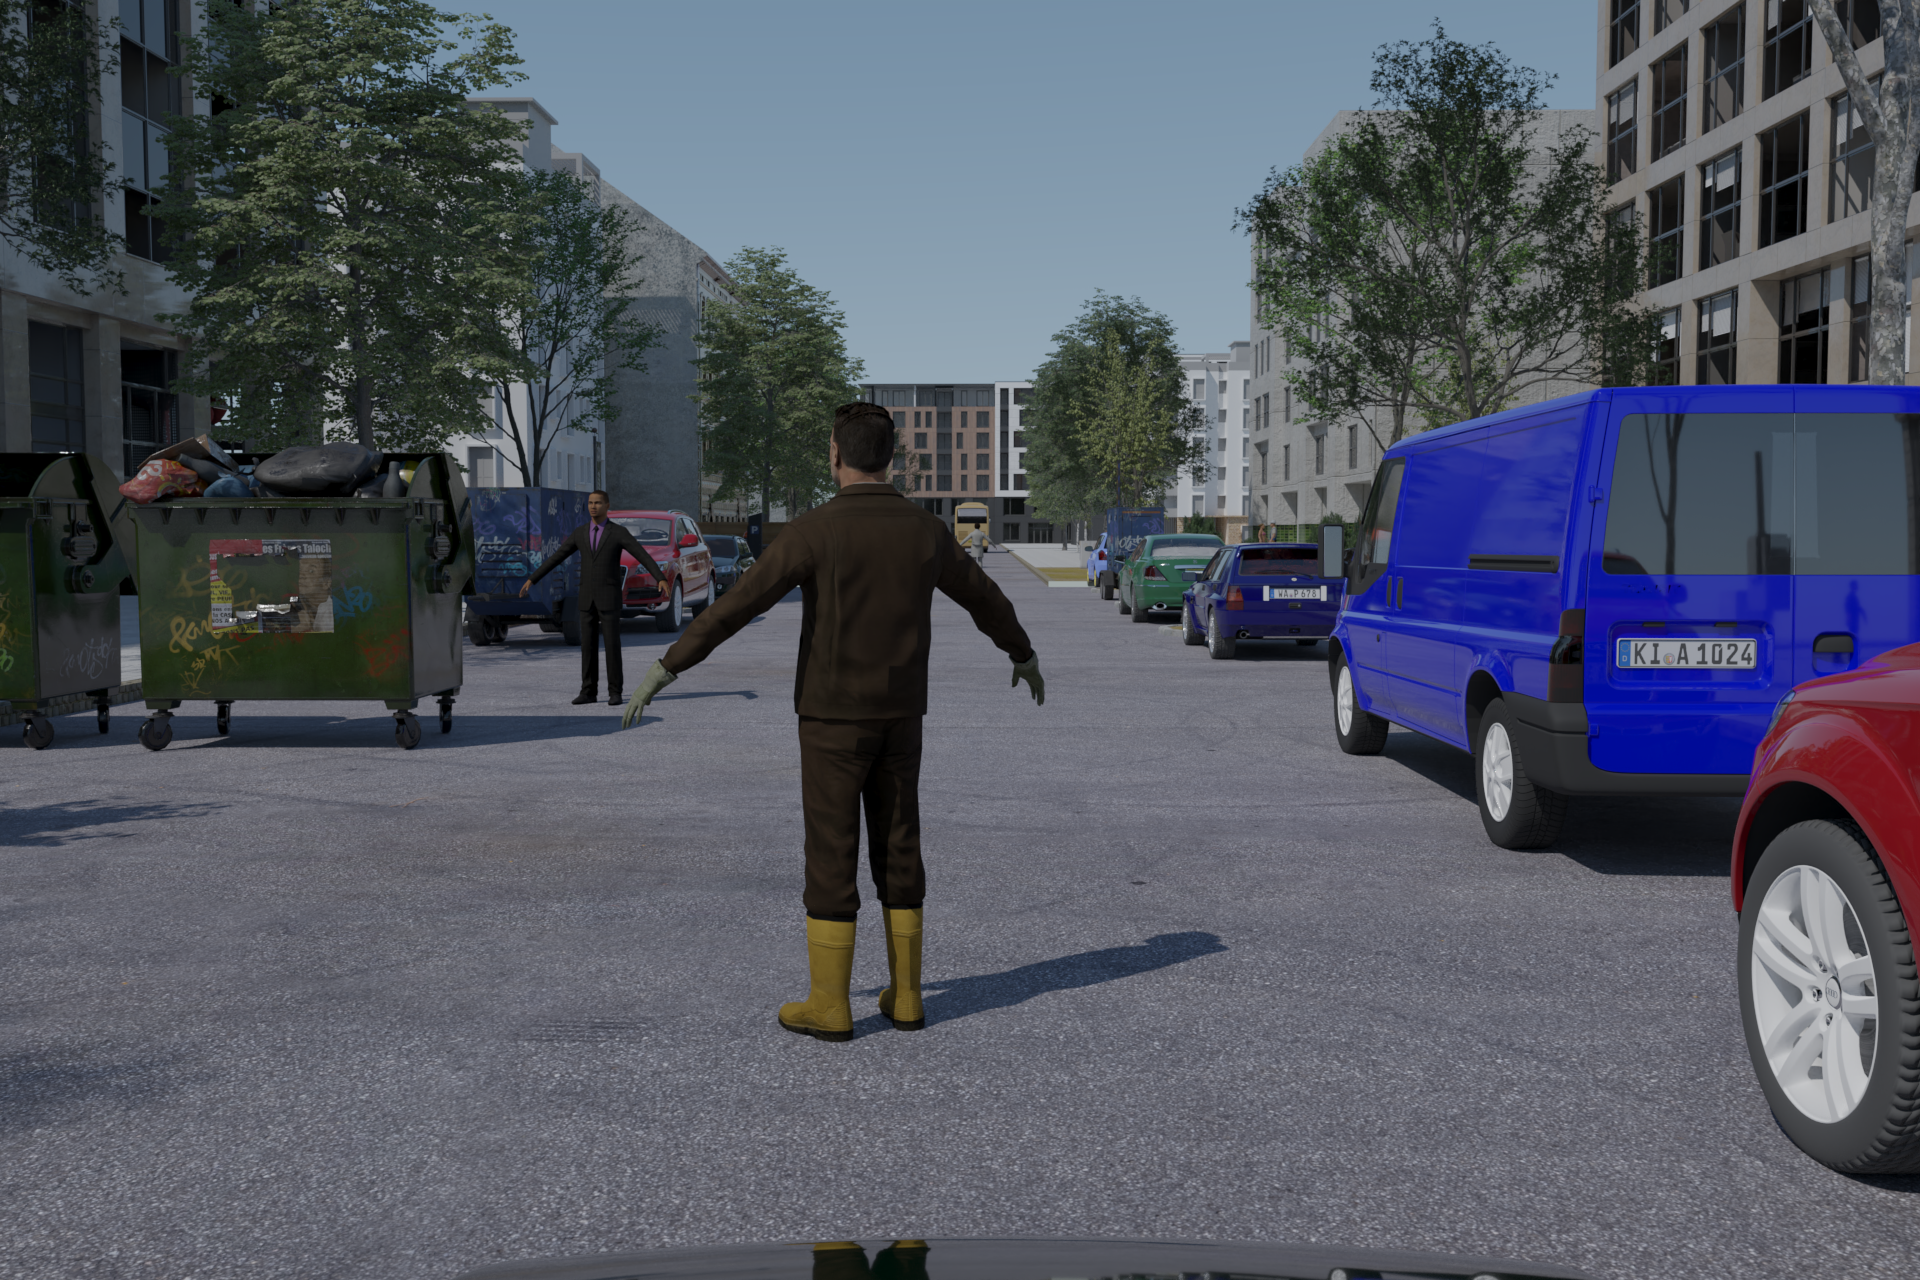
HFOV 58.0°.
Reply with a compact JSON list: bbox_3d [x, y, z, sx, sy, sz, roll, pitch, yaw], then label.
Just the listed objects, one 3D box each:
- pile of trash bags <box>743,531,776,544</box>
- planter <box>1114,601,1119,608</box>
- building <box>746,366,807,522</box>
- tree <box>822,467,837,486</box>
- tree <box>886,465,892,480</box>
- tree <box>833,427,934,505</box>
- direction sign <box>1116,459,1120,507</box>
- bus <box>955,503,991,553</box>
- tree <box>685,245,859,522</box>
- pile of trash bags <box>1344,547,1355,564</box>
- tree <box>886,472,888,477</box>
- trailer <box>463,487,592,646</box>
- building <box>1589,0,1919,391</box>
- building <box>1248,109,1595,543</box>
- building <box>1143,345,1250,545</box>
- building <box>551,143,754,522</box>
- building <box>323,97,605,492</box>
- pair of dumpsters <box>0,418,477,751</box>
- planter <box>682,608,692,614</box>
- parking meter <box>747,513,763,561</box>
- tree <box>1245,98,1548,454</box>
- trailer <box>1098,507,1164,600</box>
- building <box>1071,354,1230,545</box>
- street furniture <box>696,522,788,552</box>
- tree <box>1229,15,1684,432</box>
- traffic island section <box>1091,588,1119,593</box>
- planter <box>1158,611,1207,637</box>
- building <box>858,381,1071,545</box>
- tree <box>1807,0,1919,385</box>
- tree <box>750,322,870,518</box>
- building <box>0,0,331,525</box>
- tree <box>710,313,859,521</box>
[{"bbox_3d":[-5.844,-2.476,50.236,1.912,1.369,3.447,0,4,1],"label":"pile of trash bags"},{"bbox_3d":[4.066,-0.800,34.226,1.991,0.319,1.994,0,4,2],"label":"planter"},{"bbox_3d":[-25.574,-21.035,174.857,19.493,23.208,18.063,0,4,2],"label":"building"},{"bbox_3d":[-7.400,-10.000,113.854,4.737,8.622,4.395,0,3,0],"label":"tree"},{"bbox_3d":[-7.143,-10.435,120.969,4.737,8.622,4.395,0,3,0],"label":"tree"},{"bbox_3d":[-6.641,-12.586,140.191,8.767,10.594,7.601,-1,4,-19],"label":"tree"},{"bbox_3d":[4.843,-3.731,52.996,0.379,3.537,0.876,0,4,0],"label":"direction sign"},{"bbox_3d":[0.972,-8.753,134.656,2.896,3.916,12.252,0,4,1],"label":"bus"},{"bbox_3d":[-7.455,-9.208,68.682,7.486,12.596,7.792,0,3,0],"label":"tree"},{"bbox_3d":[7.732,-1.303,31.057,1.912,1.369,3.447,0,4,1],"label":"pile of trash bags"},{"bbox_3d":[-7.433,-10.992,130.077,4.737,8.622,4.395,0,3,0],"label":"tree"},{"bbox_3d":[-5.545,-0.901,21.785,1.471,1.999,3.904,0,4,1],"label":"trailer"},{"bbox_3d":[29.865,-14.416,38.898,19.351,26.588,34.151,0,4,1],"label":"building"},{"bbox_3d":[24.309,-13.119,80.947,16.747,18.905,31.486,0,4,1],"label":"building"},{"bbox_3d":[24.185,-19.881,181.468,16.016,20.090,11.380,0,4,0],"label":"building"},{"bbox_3d":[-23.126,-16.608,102.476,19.493,23.208,18.063,0,4,1],"label":"building"},{"bbox_3d":[-23.573,-13.464,76.562,16.016,20.090,11.380,0,4,2],"label":"building"},{"bbox_3d":[-5.705,-0.423,11.873,4.436,2.255,1.574,0,4,1],"label":"pair of dumpsters"},{"bbox_3d":[-5.681,-0.669,32.071,1.991,0.319,1.994,0,4,2],"label":"planter"},{"bbox_3d":[-5.588,-2.535,47.159,0.399,1.863,0.255,0,4,1],"label":"parking meter"},{"bbox_3d":[10.493,-7.089,41.668,9.928,11.665,9.643,0,3,0],"label":"tree"},{"bbox_3d":[3.809,-1.923,38.491,1.471,1.999,3.904,0,4,0],"label":"trailer"},{"bbox_3d":[27.482,-22.547,212.618,27.936,21.610,32.646,0,4,1],"label":"building"},{"bbox_3d":[-8.659,-3.494,63.985,11.010,1.723,9.812,1,4,20],"label":"street furniture"},{"bbox_3d":[9.380,-5.910,31.047,8.767,10.594,7.601,-2,4,-31],"label":"tree"},{"bbox_3d":[4.243,-1.217,42.767,1.991,0.108,1.994,0,4,2],"label":"traffic island section"},{"bbox_3d":[3.888,-0.231,24.910,1.991,0.319,1.994,0,4,0],"label":"planter"},{"bbox_3d":[2.672,-24.305,243.821,32.646,21.610,27.936,0,4,1],"label":"building"},{"bbox_3d":[8.540,-9.956,18.668,12.611,20.169,13.585,0,3,0],"label":"tree"},{"bbox_3d":[-8.009,-10.645,92.166,7.486,12.596,7.792,0,3,0],"label":"tree"},{"bbox_3d":[-31.644,-16.631,38.140,22.709,31.103,35.509,0,4,0],"label":"building"},{"bbox_3d":[-7.849,-9.462,80.465,9.928,11.665,9.643,0,3,0],"label":"tree"}]
